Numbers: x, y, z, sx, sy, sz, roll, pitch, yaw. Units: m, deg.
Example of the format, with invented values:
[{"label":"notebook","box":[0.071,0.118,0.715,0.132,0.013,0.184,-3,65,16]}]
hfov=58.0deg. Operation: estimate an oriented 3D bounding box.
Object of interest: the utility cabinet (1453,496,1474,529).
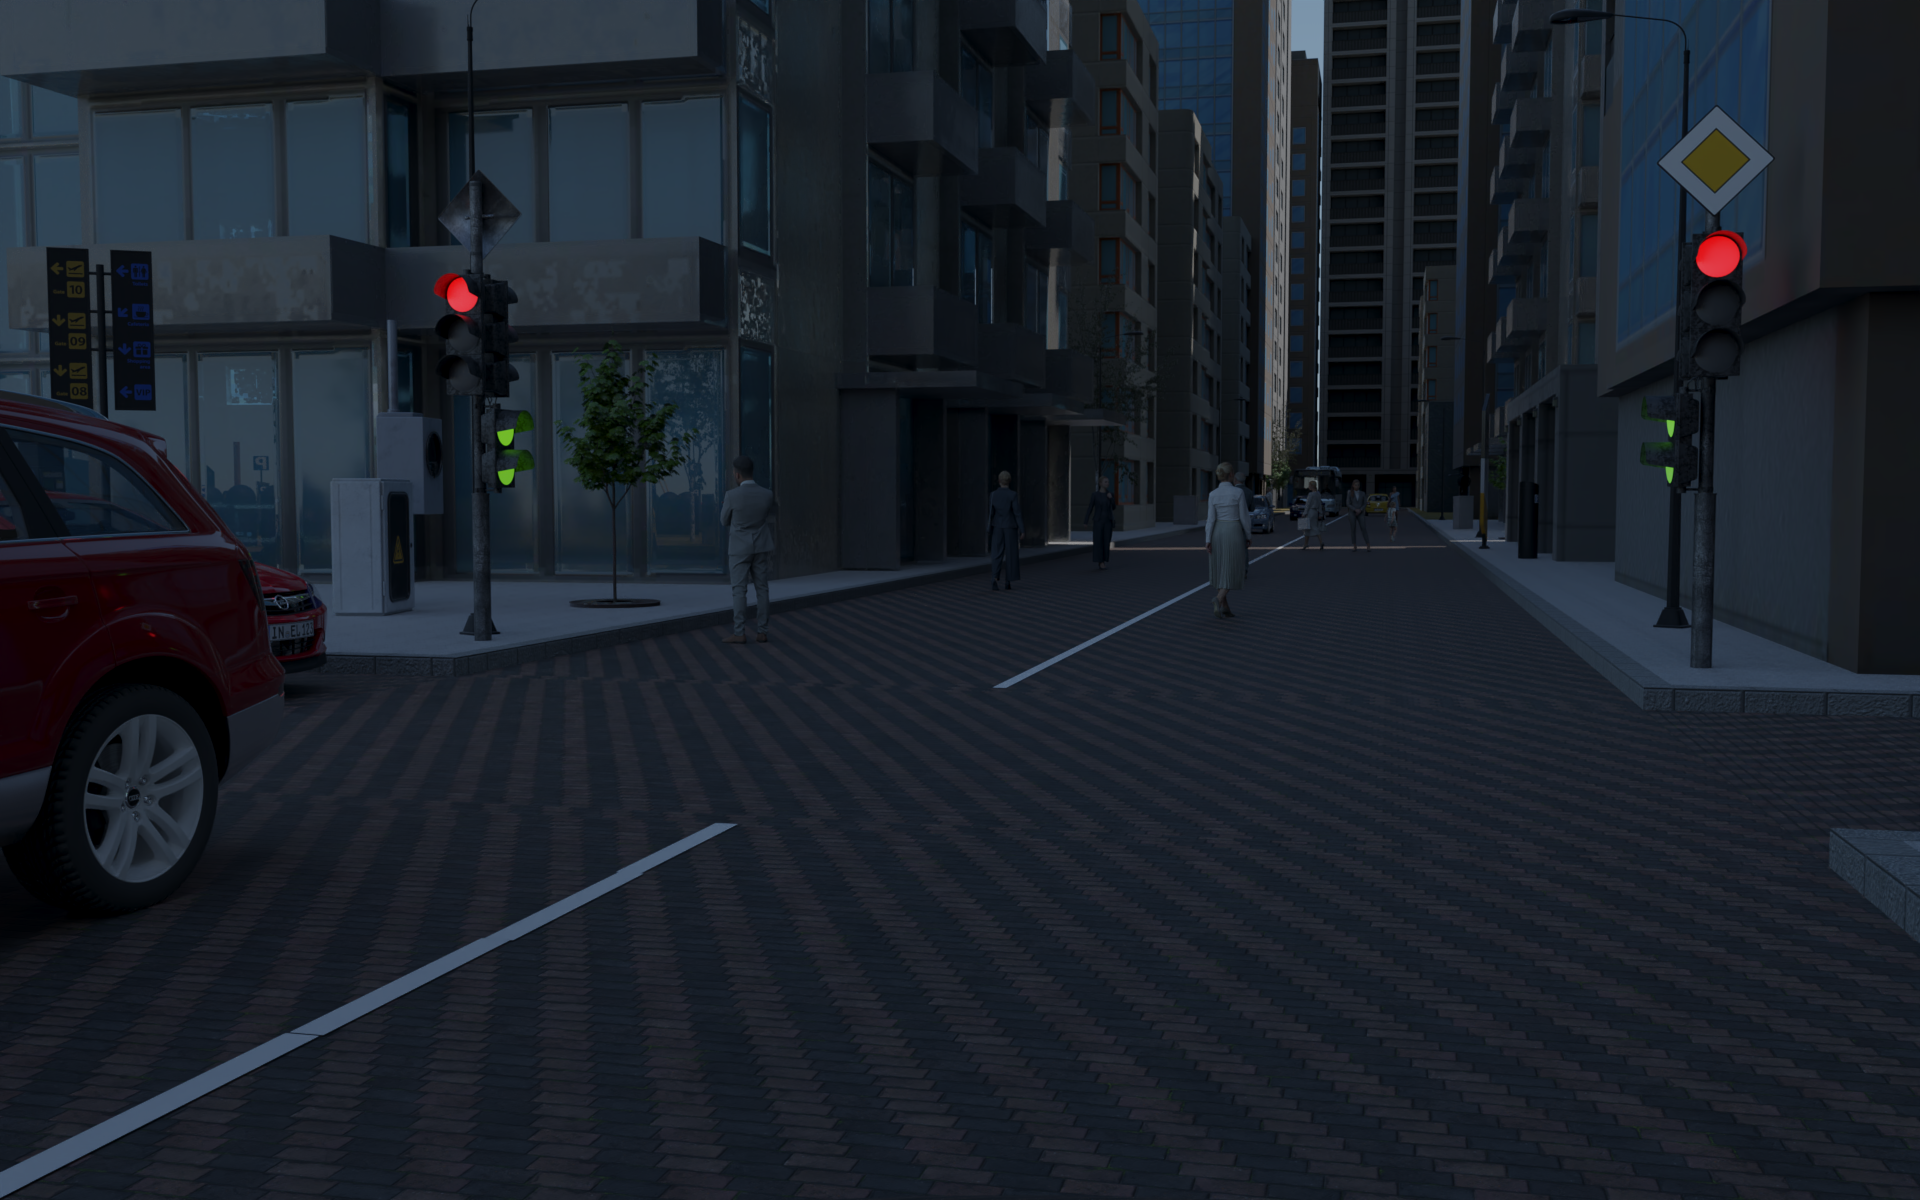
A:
[{"label":"utility cabinet","box":[18.434,-3.199,63.463,0.306,1.237,1.020,3,5,44]}]

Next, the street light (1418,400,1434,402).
[{"label":"street light","box":[23.164,-6.882,85.054,1.470,5.913,1.316,1,4,14]}]

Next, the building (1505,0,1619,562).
[{"label":"building","box":[22.323,-36.358,32.705,20.563,71.187,20.611,1,4,14]}]

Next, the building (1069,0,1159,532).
[{"label":"building","box":[-4.365,-14.121,75.926,27.650,21.520,28.899,1,4,14]}]

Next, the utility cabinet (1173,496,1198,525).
[{"label":"utility cabinet","box":[9.450,-3.751,72.486,1.020,1.237,0.306,2,4,34]}]

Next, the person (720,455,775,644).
[{"label":"person","box":[-2.080,-0.494,16.764,0.511,1.800,0.466,-3,5,-45]}]

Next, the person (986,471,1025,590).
[{"label":"person","box":[0.680,-1.033,25.813,0.576,1.772,0.534,0,4,3]}]

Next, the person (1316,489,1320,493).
[{"label":"person","box":[20.406,-5.588,99.728,0.599,1.838,0.709,-2,4,-35]}]

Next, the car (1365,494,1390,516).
[{"label":"car","box":[27.289,-6.286,113.000,2.015,1.641,3.980,1,4,13]}]

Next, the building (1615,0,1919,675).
[{"label":"building","box":[14.470,-22.361,15.710,14.200,45.320,14.600,1,4,14]}]

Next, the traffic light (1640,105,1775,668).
[{"label":"traffic light","box":[5.464,-1.454,12.700,0.839,4.253,0.868,1,4,14]}]

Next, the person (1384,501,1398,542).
[{"label":"person","box":[12.896,-2.351,51.956,0.382,1.210,0.505,-3,4,-36]}]

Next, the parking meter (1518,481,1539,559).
[{"label":"parking meter","box":[11.291,-1.590,34.400,0.372,1.533,0.369,0,3,0]}]

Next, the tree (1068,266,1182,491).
[{"label":"tree","box":[4.667,-6.453,55.877,4.360,8.622,3.978,0,3,0]}]

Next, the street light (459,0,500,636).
[{"label":"street light","box":[-3.873,-2.630,15.546,1.470,5.913,1.316,1,4,14]}]

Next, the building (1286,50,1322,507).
[{"label":"building","box":[29.315,-32.213,176.786,14.200,45.320,14.600,1,4,14]}]

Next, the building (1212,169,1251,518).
[{"label":"building","box":[2.640,-15.951,105.836,27.650,21.520,28.899,1,4,14]}]

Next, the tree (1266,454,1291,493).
[{"label":"tree","box":[25.003,-9.491,138.884,4.285,4.588,4.351,0,3,0]}]

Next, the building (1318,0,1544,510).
[{"label":"building","box":[47.512,-45.090,175.469,20.611,71.187,20.563,1,4,14]}]

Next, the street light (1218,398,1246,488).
[{"label":"street light","box":[13.121,-6.819,84.035,1.470,5.913,1.316,1,4,14]}]

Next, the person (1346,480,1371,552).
[{"label":"person","box":[9.937,-2.103,43.153,0.520,1.790,0.573,-1,4,-13]}]

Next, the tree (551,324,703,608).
[{"label":"tree","box":[-4.031,-1.536,19.723,1.663,3.219,1.824,0,3,0]}]

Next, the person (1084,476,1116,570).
[{"label":"person","box":[2.677,-1.469,32.935,0.576,1.772,0.534,-2,4,-30]}]

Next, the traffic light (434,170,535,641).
[{"label":"traffic light","box":[-4.163,-1.598,15.053,0.839,4.253,0.868,1,4,14]}]

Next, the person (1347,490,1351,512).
[{"label":"person","box":[30.765,-7.783,136.477,0.721,1.736,1.217,1,4,12]}]

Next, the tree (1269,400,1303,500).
[{"label":"tree","box":[24.365,-11.223,133.859,4.360,8.622,3.978,0,3,0]}]

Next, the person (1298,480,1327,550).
[{"label":"person","box":[9.031,-2.169,44.319,0.694,1.780,0.624,-2,4,-27]}]

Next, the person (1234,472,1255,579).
[{"label":"person","box":[4.663,-1.267,29.397,0.661,1.801,0.590,-2,4,-25]}]

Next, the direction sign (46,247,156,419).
[{"label":"direction sign","box":[-7.953,-1.475,16.112,0.876,3.537,0.379,-1,4,-19]}]

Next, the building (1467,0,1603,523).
[{"label":"building","box":[32.254,-27.266,65.410,23.786,49.044,30.456,1,4,14]}]

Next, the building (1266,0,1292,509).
[{"label":"building","box":[18.437,-43.770,153.890,20.611,71.187,20.563,1,4,14]}]

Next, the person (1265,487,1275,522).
[{"label":"person","box":[15.433,-4.744,86.293,0.641,1.798,0.478,0,4,-1]}]

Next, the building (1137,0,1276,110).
[{"label":"building","box":[15.064,-28.997,124.205,14.600,45.320,14.200,1,4,14]}]

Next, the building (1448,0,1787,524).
[{"label":"building","box":[33.540,-26.938,90.551,14.600,45.320,14.200,1,4,14]}]

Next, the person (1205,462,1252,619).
[{"label":"person","box":[3.059,-0.688,19.971,0.478,1.798,0.641,3,4,39]}]

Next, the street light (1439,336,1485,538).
[{"label":"street light","box":[14.832,-4.799,51.011,1.470,5.913,1.316,1,4,14]}]

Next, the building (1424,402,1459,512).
[{"label":"building","box":[42.333,-48.833,111.091,22.319,86.520,31.000,1,4,14]}]

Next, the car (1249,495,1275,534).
[{"label":"car","box":[10.626,-3.171,63.842,2.014,1.417,4.499,1,4,13]}]

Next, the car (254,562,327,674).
[{"label":"car","box":[-6.782,-0.218,12.604,4.494,1.783,2.155,1,4,15]}]

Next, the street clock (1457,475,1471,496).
[{"label":"street clock","box":[19.330,-3.785,66.456,0.471,2.002,0.358,-1,4,-18]}]

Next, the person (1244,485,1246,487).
[{"label":"person","box":[13.107,-4.360,79.882,0.850,1.850,0.679,-3,5,-44]}]

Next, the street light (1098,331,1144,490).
[{"label":"street light","box":[4.551,-4.717,49.664,1.470,5.913,1.316,1,4,14]}]

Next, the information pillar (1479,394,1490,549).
[{"label":"information pillar","box":[12.241,-2.999,40.394,0.183,3.616,0.504,2,4,28]}]

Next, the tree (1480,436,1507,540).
[{"label":"tree","box":[15.818,-3.328,49.012,1.663,3.219,1.824,0,3,0]}]

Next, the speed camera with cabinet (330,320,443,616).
[{"label":"speed camera with cabinet","box":[-6.285,-1.514,19.090,0.660,3.252,2.038,0,4,1]}]

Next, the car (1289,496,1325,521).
[{"label":"car","box":[18.978,-5.012,94.525,1.945,1.354,3.894,1,4,15]}]

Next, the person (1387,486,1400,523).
[{"label":"person","box":[21.037,-4.613,84.010,0.616,1.811,0.778,2,4,25]}]

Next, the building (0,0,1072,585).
[{"label":"building","box":[-9.314,-25.563,37.570,23.786,49.044,30.456,1,4,14]}]

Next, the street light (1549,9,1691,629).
[{"label":"street light","box":[6.341,-2.697,16.644,1.470,5.913,1.316,1,4,14]}]

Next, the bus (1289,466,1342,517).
[{"label":"bus","box":[23.152,-7.160,111.921,2.948,3.499,13.247,1,4,14]}]

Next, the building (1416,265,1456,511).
[{"label":"building","box":[52.155,-18.181,142.296,27.650,21.520,28.899,1,4,14]}]

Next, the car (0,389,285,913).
[{"label":"car","box":[-4.148,0.240,4.753,2.281,1.827,5.304,1,4,15]}]
